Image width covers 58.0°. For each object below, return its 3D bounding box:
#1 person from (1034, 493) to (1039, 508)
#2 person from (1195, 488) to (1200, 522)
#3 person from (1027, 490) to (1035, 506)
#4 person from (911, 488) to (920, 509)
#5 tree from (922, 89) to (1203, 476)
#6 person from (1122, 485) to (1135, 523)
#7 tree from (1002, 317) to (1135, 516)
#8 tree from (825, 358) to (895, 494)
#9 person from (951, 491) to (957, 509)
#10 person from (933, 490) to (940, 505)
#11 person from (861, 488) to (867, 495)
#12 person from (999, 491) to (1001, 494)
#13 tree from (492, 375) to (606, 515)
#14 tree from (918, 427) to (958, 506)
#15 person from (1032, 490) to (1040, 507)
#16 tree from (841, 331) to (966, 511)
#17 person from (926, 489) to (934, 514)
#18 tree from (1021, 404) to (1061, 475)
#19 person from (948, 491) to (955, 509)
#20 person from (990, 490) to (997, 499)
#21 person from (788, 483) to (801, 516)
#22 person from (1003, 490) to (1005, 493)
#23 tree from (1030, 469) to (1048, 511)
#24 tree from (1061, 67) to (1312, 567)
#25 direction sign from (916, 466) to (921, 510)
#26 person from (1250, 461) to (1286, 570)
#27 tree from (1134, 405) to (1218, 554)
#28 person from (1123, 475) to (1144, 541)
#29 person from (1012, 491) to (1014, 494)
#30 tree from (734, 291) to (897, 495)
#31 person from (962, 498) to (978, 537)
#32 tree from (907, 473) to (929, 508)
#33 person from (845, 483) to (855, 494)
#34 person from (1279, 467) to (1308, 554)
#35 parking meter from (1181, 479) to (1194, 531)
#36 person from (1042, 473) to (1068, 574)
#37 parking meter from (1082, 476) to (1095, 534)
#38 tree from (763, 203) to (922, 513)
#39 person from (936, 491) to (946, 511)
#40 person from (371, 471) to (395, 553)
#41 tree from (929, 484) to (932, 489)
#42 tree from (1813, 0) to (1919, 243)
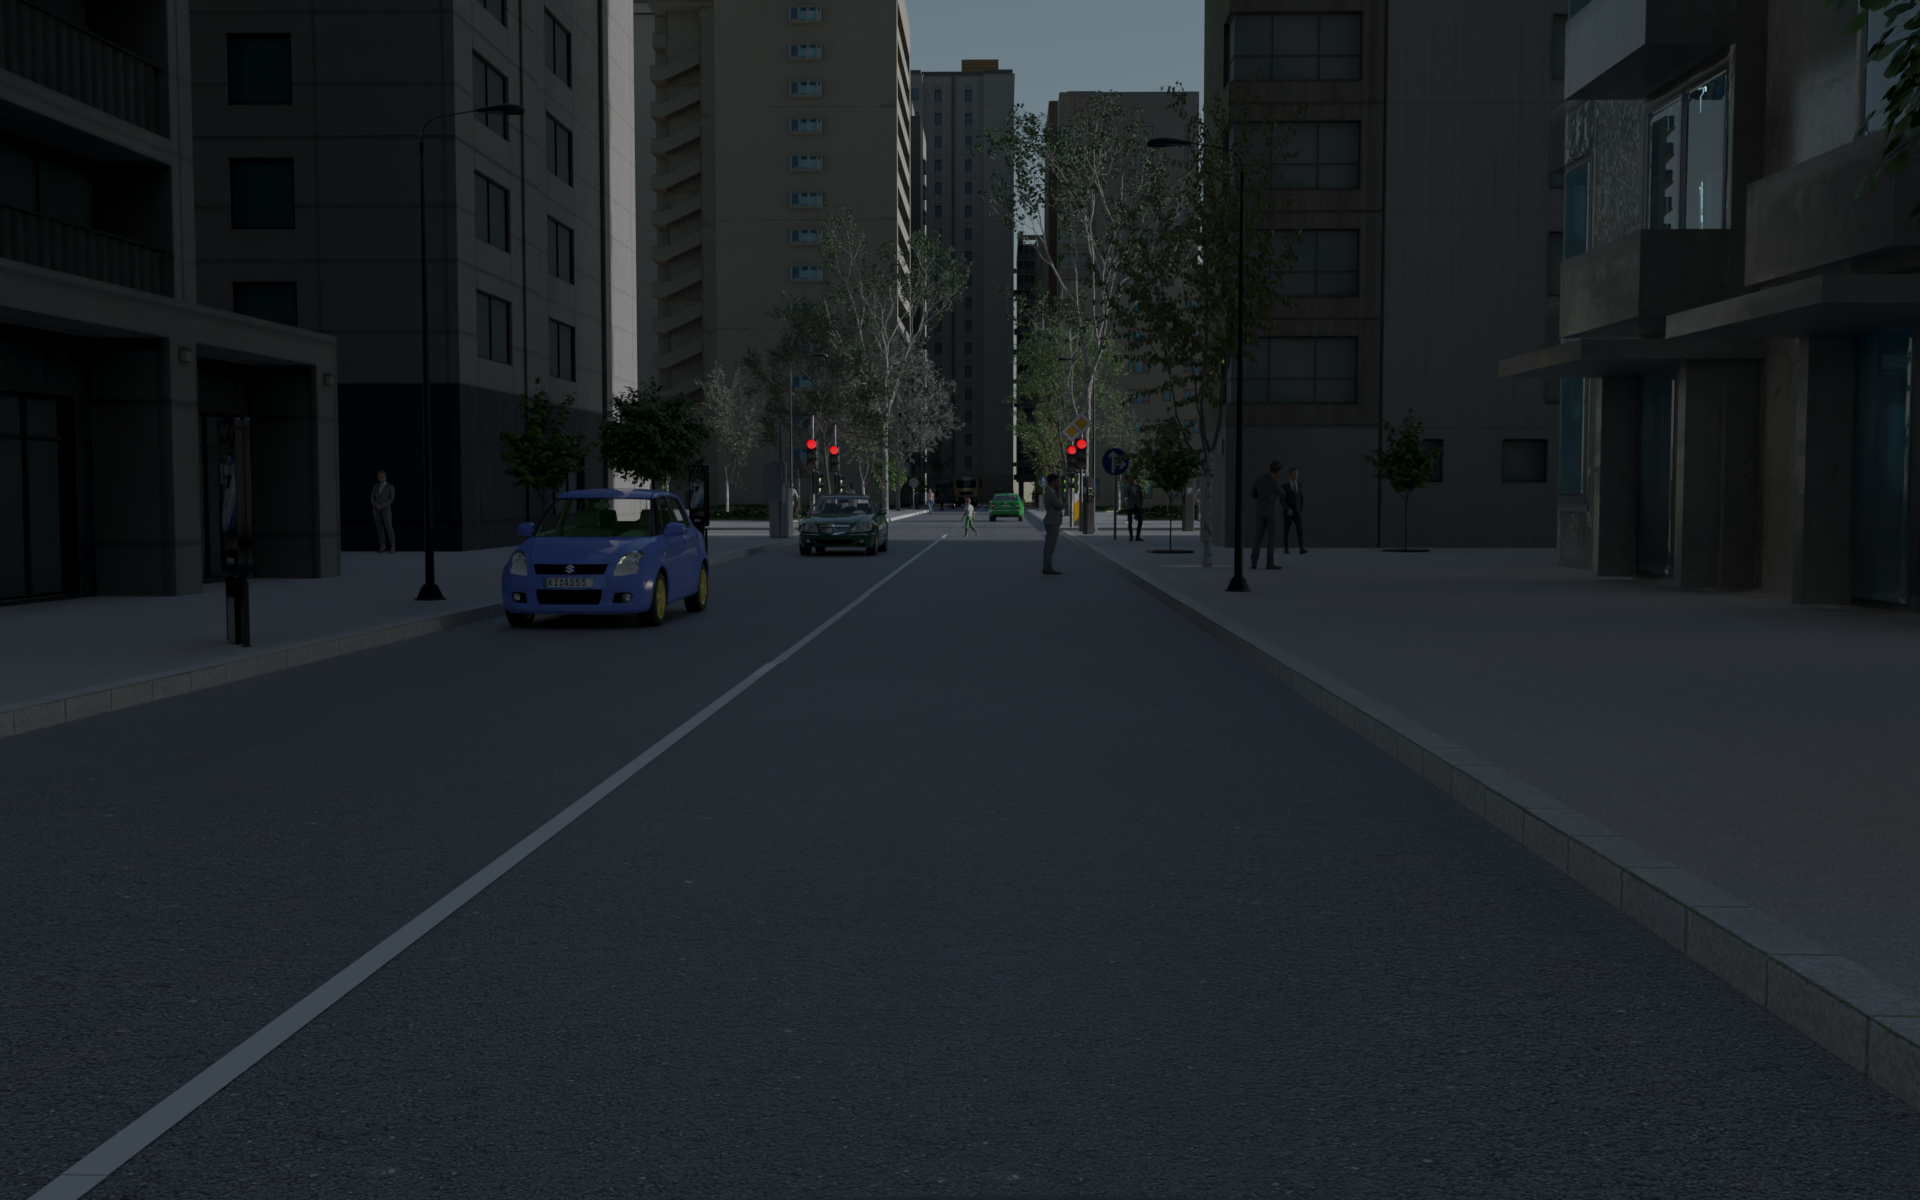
[{"bbox_3d":[7.153,-9.458,163.897,0.599,1.433,0.991,3,4,38],"label":"person"},{"bbox_3d":[11.263,-4.570,80.857,0.391,1.810,0.635,3,5,44],"label":"person"},{"bbox_3d":[7.714,-10.796,183.246,1.217,1.739,0.721,-1,4,-22],"label":"person"},{"bbox_3d":[-3.784,-8.813,150.225,0.705,1.814,1.350,2,4,30],"label":"person"},{"bbox_3d":[6.954,-13.662,79.266,12.611,20.169,13.585,0,3,0],"label":"tree"},{"bbox_3d":[7.527,-4.299,76.919,0.643,1.750,0.593,-1,4,-19],"label":"person"},{"bbox_3d":[6.293,-10.684,100.439,9.928,11.665,9.643,0,3,0],"label":"tree"},{"bbox_3d":[-5.185,-8.676,92.222,4.360,8.622,3.978,0,3,0],"label":"tree"},{"bbox_3d":[-0.550,-9.436,163.501,0.721,1.735,1.217,1,4,18],"label":"person"},{"bbox_3d":[-2.753,-12.323,207.537,1.348,1.822,0.705,1,4,12],"label":"person"},{"bbox_3d":[-7.967,-8.340,142.177,0.659,1.850,0.755,-2,4,-33],"label":"person"},{"bbox_3d":[4.336,-11.165,191.055,0.705,1.824,1.348,0,4,5],"label":"person"},{"bbox_3d":[-6.911,-2.068,28.415,1.663,3.219,1.824,0,3,0],"label":"tree"},{"bbox_3d":[-2.449,-14.158,181.851,4.360,8.622,3.978,0,3,0],"label":"tree"},{"bbox_3d":[7.567,-9.948,169.521,1.217,1.723,0.721,-2,4,-27],"label":"person"},{"bbox_3d":[-4.547,-13.402,129.499,12.009,13.543,11.850,0,3,0],"label":"tree"},{"bbox_3d":[-2.149,-7.017,123.239,0.555,1.821,0.388,-1,4,-13],"label":"person"},{"bbox_3d":[7.056,-11.367,136.213,4.737,8.622,4.395,0,3,0],"label":"tree"},{"bbox_3d":[-0.760,-9.650,166.729,0.683,1.767,0.568,-1,4,-21],"label":"person"},{"bbox_3d":[3.335,-9.345,161.298,1.348,1.824,0.705,2,4,25],"label":"person"},{"bbox_3d":[-7.020,-4.019,72.246,0.782,1.767,0.515,0,4,-4],"label":"person"},{"bbox_3d":[4.200,-9.604,165.620,1.348,1.812,0.705,-1,4,-19],"label":"person"},{"bbox_3d":[6.354,-8.313,130.523,1.663,3.219,1.824,0,3,0],"label":"tree"},{"bbox_3d":[4.309,-4.903,30.521,4.737,8.622,4.395,0,3,0],"label":"tree"},{"bbox_3d":[-3.438,-9.172,141.961,0.379,3.537,0.876,-2,4,-27],"label":"direction sign"},{"bbox_3d":[5.257,-1.451,29.573,0.655,1.846,0.447,3,5,40],"label":"person"},{"bbox_3d":[4.537,-2.646,37.864,1.663,3.219,1.824,0,3,0],"label":"tree"},{"bbox_3d":[4.751,-2.515,47.345,0.592,1.802,0.473,0,4,6],"label":"person"},{"bbox_3d":[4.780,-8.913,154.907,1.217,1.739,0.721,1,4,22],"label":"person"},{"bbox_3d":[-6.315,-8.905,80.009,7.601,10.594,8.767,1,4,18],"label":"tree"},{"bbox_3d":[0.332,-2.778,58.166,0.590,1.304,0.306,2,4,32],"label":"person"},{"bbox_3d":[-3.919,-9.783,154.551,1.663,3.219,1.824,0,3,0],"label":"tree"},{"bbox_3d":[-5.005,-4.397,78.285,0.532,1.782,0.716,0,4,5],"label":"person"},{"bbox_3d":[7.154,-1.907,36.992,0.659,1.850,0.755,-1,4,-17],"label":"person"},{"bbox_3d":[7.845,-3.300,59.669,0.399,1.863,0.255,-1,4,-17],"label":"parking meter"},{"bbox_3d":[1.711,-1.365,31.001,0.466,1.800,0.511,-1,4,-18],"label":"person"},{"bbox_3d":[4.095,-3.025,55.173,0.255,1.863,0.399,-2,4,-24],"label":"parking meter"},{"bbox_3d":[-6.296,-15.818,114.515,12.611,20.169,13.585,0,3,0],"label":"tree"},{"bbox_3d":[-1.595,-8.408,146.688,0.721,1.735,1.217,3,5,44],"label":"person"},{"bbox_3d":[-12.540,-1.914,37.613,0.520,1.790,0.573,-1,4,-11],"label":"person"},{"bbox_3d":[-3.653,-10.972,173.994,1.663,3.219,1.824,0,3,0],"label":"tree"},{"bbox_3d":[4.511,-1.331,5.471,4.285,4.588,4.351,0,3,0],"label":"tree"}]
